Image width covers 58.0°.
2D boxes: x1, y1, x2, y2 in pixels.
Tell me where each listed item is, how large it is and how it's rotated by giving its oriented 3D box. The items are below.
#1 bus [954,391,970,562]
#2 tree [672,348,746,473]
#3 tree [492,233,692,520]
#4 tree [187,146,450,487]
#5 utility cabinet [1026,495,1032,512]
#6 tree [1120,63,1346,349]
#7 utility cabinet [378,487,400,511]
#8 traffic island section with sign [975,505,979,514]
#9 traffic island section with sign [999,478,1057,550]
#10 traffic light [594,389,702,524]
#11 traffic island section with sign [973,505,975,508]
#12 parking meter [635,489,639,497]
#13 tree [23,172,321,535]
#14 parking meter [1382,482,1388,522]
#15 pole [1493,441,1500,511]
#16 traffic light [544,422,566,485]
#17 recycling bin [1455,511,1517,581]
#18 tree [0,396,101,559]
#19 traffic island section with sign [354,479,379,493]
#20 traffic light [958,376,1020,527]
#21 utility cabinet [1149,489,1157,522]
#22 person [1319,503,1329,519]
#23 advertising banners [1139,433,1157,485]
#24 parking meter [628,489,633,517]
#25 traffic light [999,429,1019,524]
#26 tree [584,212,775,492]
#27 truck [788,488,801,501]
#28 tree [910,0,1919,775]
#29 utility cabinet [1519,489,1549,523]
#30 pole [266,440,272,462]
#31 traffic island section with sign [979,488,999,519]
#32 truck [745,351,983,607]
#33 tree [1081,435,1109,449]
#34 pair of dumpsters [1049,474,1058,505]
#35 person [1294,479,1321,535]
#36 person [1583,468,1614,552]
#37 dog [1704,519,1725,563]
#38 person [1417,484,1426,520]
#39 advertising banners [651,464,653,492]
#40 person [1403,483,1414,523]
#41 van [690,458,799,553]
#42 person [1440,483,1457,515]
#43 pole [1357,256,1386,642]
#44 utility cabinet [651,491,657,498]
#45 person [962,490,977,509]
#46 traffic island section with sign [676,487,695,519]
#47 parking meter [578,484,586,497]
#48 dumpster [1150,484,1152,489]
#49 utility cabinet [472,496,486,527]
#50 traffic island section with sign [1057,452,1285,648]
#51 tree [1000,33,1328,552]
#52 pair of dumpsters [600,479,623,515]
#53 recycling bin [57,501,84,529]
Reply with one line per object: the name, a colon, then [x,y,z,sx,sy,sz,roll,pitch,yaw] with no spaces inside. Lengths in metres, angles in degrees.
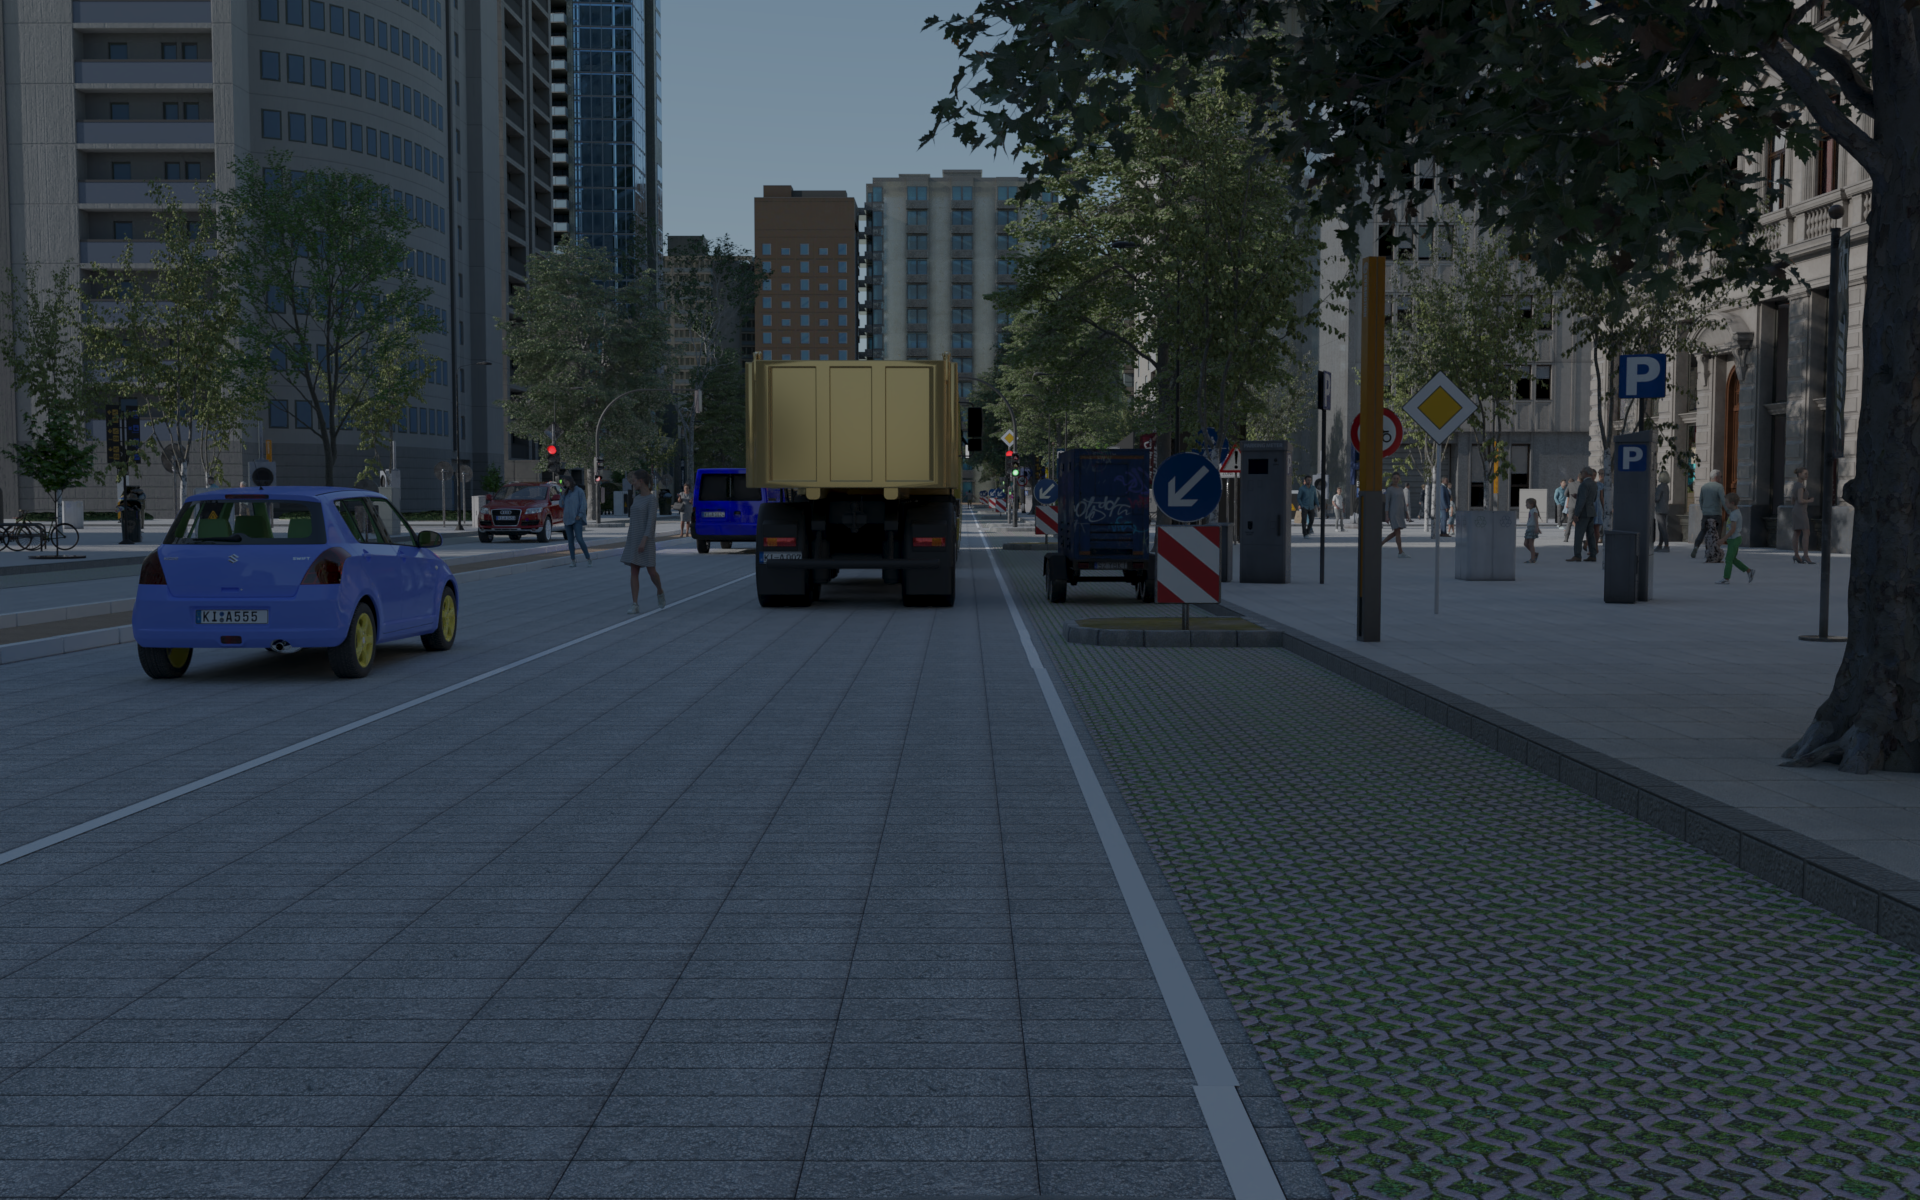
bus: [-1.216,-2.899,38.952,2.896,3.916,12.252,0,4,0]
tree: [-18.332,-13.188,133.747,7.486,12.596,7.792,0,3,0]
tree: [-17.984,-10.873,84.425,9.857,13.997,8.962,0,3,0]
tree: [-19.128,-7.737,52.258,9.928,11.665,9.643,0,3,0]
utility cabinet: [5.252,-6.940,124.637,1.020,1.237,0.306,1,4,23]
tree: [4.376,-4.773,28.403,4.737,8.622,4.395,0,3,0]
utility cabinet: [-17.943,-2.779,54.121,1.173,1.500,0.318,3,5,39]
traffic island section with sign: [2.298,-7.248,127.126,1.989,1.847,2.006,0,4,0]
traffic island section with sign: [2.100,-2.210,44.754,1.989,1.847,2.006,0,4,0]
traffic light: [-13.546,-6.132,74.920,4.771,5.953,1.251,0,4,0]
traffic island section with sign: [2.423,-10.301,177.050,1.989,1.847,2.006,0,4,0]
parking meter: [-20.632,-6.420,110.681,0.255,1.863,0.399,-1,4,-9]
tree: [-17.949,-5.452,39.505,4.737,8.622,4.395,0,3,0]
parking meter: [19.304,-4.483,79.006,0.399,1.863,0.255,1,4,11]
pole: [20.719,-4.468,66.888,0.158,3.312,0.155,0,3,0]
traffic light: [-15.658,-4.770,66.905,0.839,4.253,0.868,0,4,0]
recycling bin: [7.850,-0.815,25.883,0.722,1.027,0.722,0,4,0]
tree: [-17.850,-2.434,34.395,1.663,3.219,1.824,0,3,0]
traffic island section with sign: [-15.422,-2.199,44.575,1.989,1.847,2.006,0,4,0]
traffic light: [0.011,-5.631,66.740,4.771,5.953,1.251,0,4,0]
utility cabinet: [8.372,-4.190,77.185,1.173,1.500,0.318,1,4,9]
person: [18.721,-5.095,89.472,0.853,1.813,0.709,-3,5,-44]
advertising banners: [4.549,-3.219,48.816,2.074,3.025,0.090,0,4,-7]
parking meter: [-18.087,-5.316,95.331,0.372,1.533,0.369,0,3,0]
traffic light: [2.123,-5.256,74.862,0.839,4.253,0.868,0,4,0]
tree: [-19.281,-15.989,117.308,12.611,20.169,13.585,0,3,0]
truck: [-12.429,-8.992,135.924,2.839,4.237,11.283,0,4,1]
tree: [4.354,-5.559,7.905,9.611,12.733,9.660,0,3,0]
utility cabinet: [25.301,-4.139,76.358,1.173,1.500,0.318,2,4,32]
pole: [-26.050,-4.375,65.367,0.158,3.312,0.155,0,3,0]
traffic island section with sign: [2.224,-5.562,99.574,1.989,1.847,2.006,0,4,0]
truck: [-1.325,-1.815,25.603,3.469,3.379,9.791,0,4,0]
tree: [4.695,-3.823,57.101,1.663,3.219,1.824,0,3,0]
pair of dumpsters: [4.684,-4.571,77.228,1.574,2.255,4.437,0,3,0]
person: [10.870,-2.946,54.198,0.794,1.824,0.713,-1,4,-23]
person: [13.875,-1.934,37.539,0.514,1.842,0.818,-2,4,-24]
dog: [13.985,-1.098,32.326,0.800,0.831,0.513,-3,5,-41]
person: [23.247,-4.927,87.018,0.534,1.772,0.576,0,4,8]
advertising banners: [-18.190,-6.447,101.597,0.090,3.025,2.074,-1,4,-20]
person: [20.026,-4.375,77.847,0.850,1.792,0.678,-2,4,-24]
van: [-5.363,-2.391,43.471,2.240,2.365,5.245,0,4,2]
person: [24.252,-4.903,86.170,0.822,1.834,0.622,3,4,38]
pole: [3.561,-1.294,15.000,0.158,3.312,0.155,0,3,0]
utility cabinet: [-22.208,-7.109,124.911,0.318,1.500,1.173,-2,4,-26]
person: [0.906,-9.488,163.633,1.348,1.824,0.705,0,4,-7]
traffic island section with sign: [-15.285,-5.604,100.248,1.989,1.847,2.006,0,4,0]
parking meter: [-21.542,-5.689,98.724,0.399,1.863,0.255,3,4,38]
dumpster: [8.519,-4.756,80.251,1.502,2.255,1.985,0,4,0]
utility cabinet: [-18.592,-3.410,66.917,0.306,1.237,1.020,-2,4,-29]
traffic island section with sign: [2.030,-0.514,17.029,1.989,1.847,2.006,0,4,0]
tree: [4.388,-7.354,38.362,7.486,12.596,7.792,0,3,0]
pair of dumpsters: [-21.414,-6.413,107.351,1.574,2.255,4.437,0,3,0]
recycling bin: [-32.833,-3.137,63.848,0.722,1.027,0.722,3,4,37]
